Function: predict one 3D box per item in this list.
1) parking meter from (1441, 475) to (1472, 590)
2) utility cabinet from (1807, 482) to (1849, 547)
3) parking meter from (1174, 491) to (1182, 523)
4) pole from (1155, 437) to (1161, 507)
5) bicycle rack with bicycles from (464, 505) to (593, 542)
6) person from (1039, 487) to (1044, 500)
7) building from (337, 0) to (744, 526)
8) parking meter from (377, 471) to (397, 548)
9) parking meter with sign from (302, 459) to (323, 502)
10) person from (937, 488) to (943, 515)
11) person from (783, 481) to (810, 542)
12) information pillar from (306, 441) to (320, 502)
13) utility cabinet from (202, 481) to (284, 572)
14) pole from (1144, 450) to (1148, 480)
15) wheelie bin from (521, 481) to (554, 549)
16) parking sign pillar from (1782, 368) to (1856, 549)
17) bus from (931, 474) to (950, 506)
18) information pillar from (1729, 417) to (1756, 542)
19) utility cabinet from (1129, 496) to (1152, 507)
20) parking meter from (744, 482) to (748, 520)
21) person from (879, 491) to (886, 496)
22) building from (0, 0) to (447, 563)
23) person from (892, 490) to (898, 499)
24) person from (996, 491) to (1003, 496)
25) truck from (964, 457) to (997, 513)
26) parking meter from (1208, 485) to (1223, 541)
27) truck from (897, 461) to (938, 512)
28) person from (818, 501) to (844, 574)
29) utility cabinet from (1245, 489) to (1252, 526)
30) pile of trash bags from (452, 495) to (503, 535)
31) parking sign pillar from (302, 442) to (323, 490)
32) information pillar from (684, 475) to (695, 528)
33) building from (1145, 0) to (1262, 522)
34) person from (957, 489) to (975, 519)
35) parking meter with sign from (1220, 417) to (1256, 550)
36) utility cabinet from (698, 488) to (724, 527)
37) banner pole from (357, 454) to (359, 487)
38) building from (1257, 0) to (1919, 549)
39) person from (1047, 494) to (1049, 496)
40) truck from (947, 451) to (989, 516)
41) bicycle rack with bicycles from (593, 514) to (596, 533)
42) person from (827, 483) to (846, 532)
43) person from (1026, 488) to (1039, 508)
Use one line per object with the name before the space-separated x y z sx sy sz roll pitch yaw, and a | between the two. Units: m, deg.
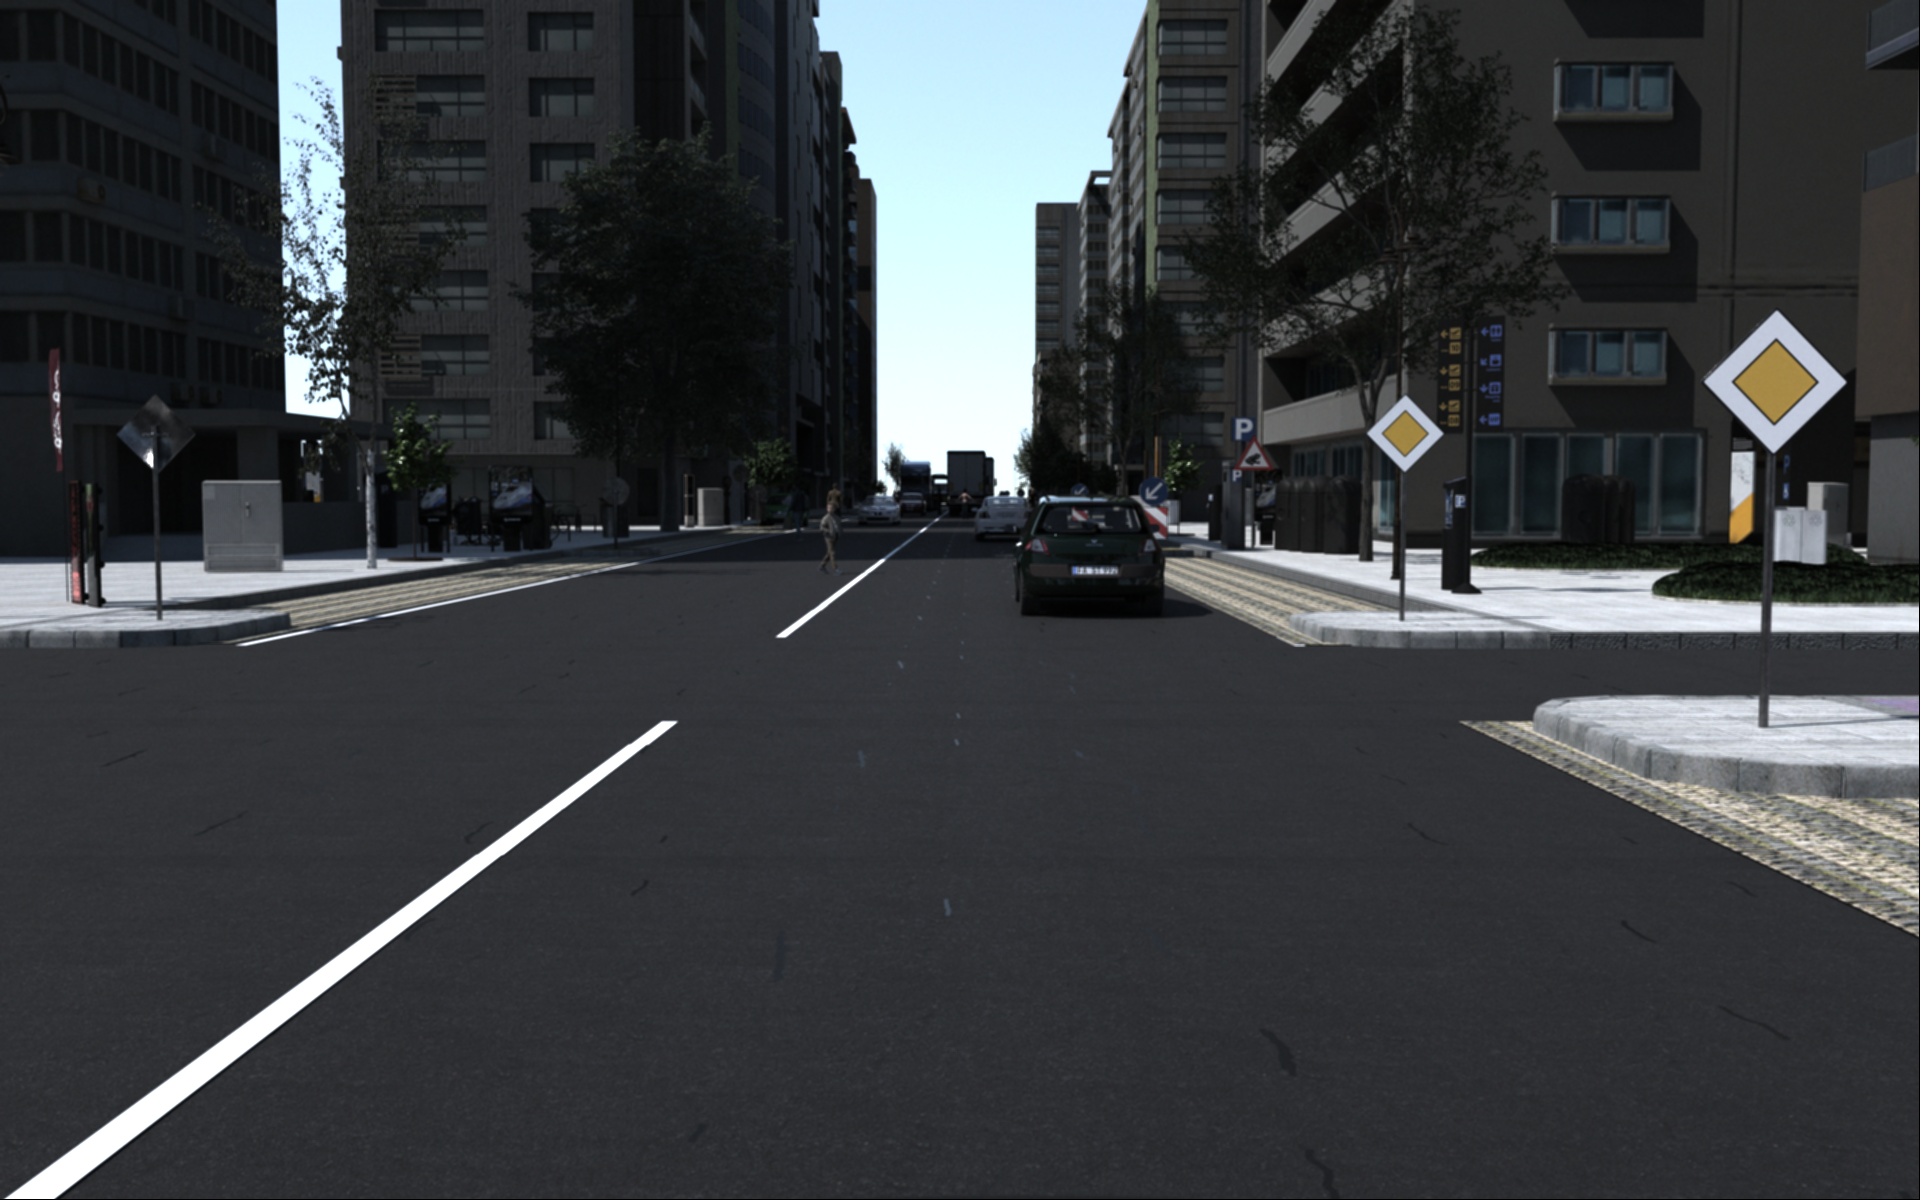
parking meter | 6.647 -0.903 23.174 0.372 1.533 0.369 0 3 0
utility cabinet | 16.455 -1.477 32.836 1.173 1.500 0.318 -3 5 -42
parking meter | 9.819 -4.419 77.961 0.255 1.863 0.399 2 4 34
pole | 7.030 -4.140 61.525 0.158 3.312 0.155 0 3 0
bicycle rack with bicycles | -12.031 -2.055 46.977 2.925 0.926 2.852 -3 5 -40
person | 4.387 -5.031 90.963 0.583 1.804 0.606 1 4 9
building | -17.325 -23.903 74.401 14.154 41.232 14.086 0 4 0
parking meter | -13.637 -2.172 41.218 0.399 1.863 0.255 0 4 7
parking meter with sign | -31.407 -5.440 85.197 1.738 3.016 0.543 -1 4 -20
person | -1.391 -6.882 121.029 0.705 1.822 1.348 1 4 11
person | -4.897 -2.646 51.755 0.794 1.824 0.713 -3 4 -37
information pillar | -24.319 -4.509 65.081 0.504 3.616 0.183 -1 4 -11
utility cabinet | -11.749 -1.205 28.385 1.173 1.500 0.318 -1 4 -14
pole | 8.622 -5.293 80.380 0.158 3.312 0.155 0 3 0
wheelie bin | -9.893 -1.982 40.309 0.693 1.594 0.980 0 4 4
parking sign pillar | 18.434 -2.980 37.194 1.447 3.967 1.447 0 4 7
bus | -2.363 -13.449 211.435 2.896 3.916 12.252 0 4 2
information pillar | 15.362 -2.608 33.990 0.183 3.616 0.504 -2 4 -32
utility cabinet | 6.713 -3.230 63.975 1.020 1.237 0.306 3 5 43
parking meter | -10.738 -4.896 85.754 0.399 1.863 0.255 -3 5 -40
person | -7.446 -9.619 166.580 0.742 1.727 0.445 1 4 16
building | -30.272 -21.268 39.608 32.217 40.220 23.993 0 4 0
person | -7.033 -10.913 186.923 0.705 1.824 1.348 -2 4 -27
person | 4.339 -11.013 189.095 0.617 1.759 0.750 3 5 43
truck | 1.440 -9.031 136.565 2.839 4.237 11.283 0 4 2
parking meter | 6.999 -2.387 47.442 0.372 1.533 0.369 0 3 0
truck | -3.368 -9.623 147.092 2.967 4.110 18.799 0 4 2
person | -2.298 -1.120 31.078 0.640 1.303 0.475 2 4 34
utility cabinet | 11.284 -3.689 68.986 0.318 1.500 1.173 3 4 37
pile of trash bags | -15.678 -2.759 54.868 3.447 1.369 1.912 0 4 8
parking sign pillar | -33.211 -6.159 89.179 1.447 3.967 1.447 0 4 2
information pillar | -10.325 -3.767 66.083 0.304 2.012 0.304 -2 4 -26
building | 16.025 -24.552 85.015 14.154 41.232 14.086 0 4 0
person | 0.342 -5.482 98.848 1.217 1.736 0.721 2 4 33
parking meter with sign | 6.383 -2.686 40.182 0.543 3.016 1.738 0 4 -3
utility cabinet | -9.732 -3.610 67.695 0.318 1.500 1.173 2 4 34
banner pole | -26.371 -5.253 75.905 0.401 3.779 0.863 -3 5 -42
building | 21.092 -26.031 49.310 21.300 48.544 21.600 0 4 0
person | 9.005 -9.986 174.986 0.599 1.433 0.991 -3 5 -42
truck | 0.510 -7.852 117.296 2.839 4.237 11.283 0 4 1
bicycle rack with bicycles | -13.306 -2.695 57.441 2.852 0.926 2.925 -2 4 -27
person | -4.683 -3.511 65.816 0.656 1.842 0.836 -2 4 -32
person | 3.933 -5.272 95.218 1.217 1.766 0.721 -3 5 -40
